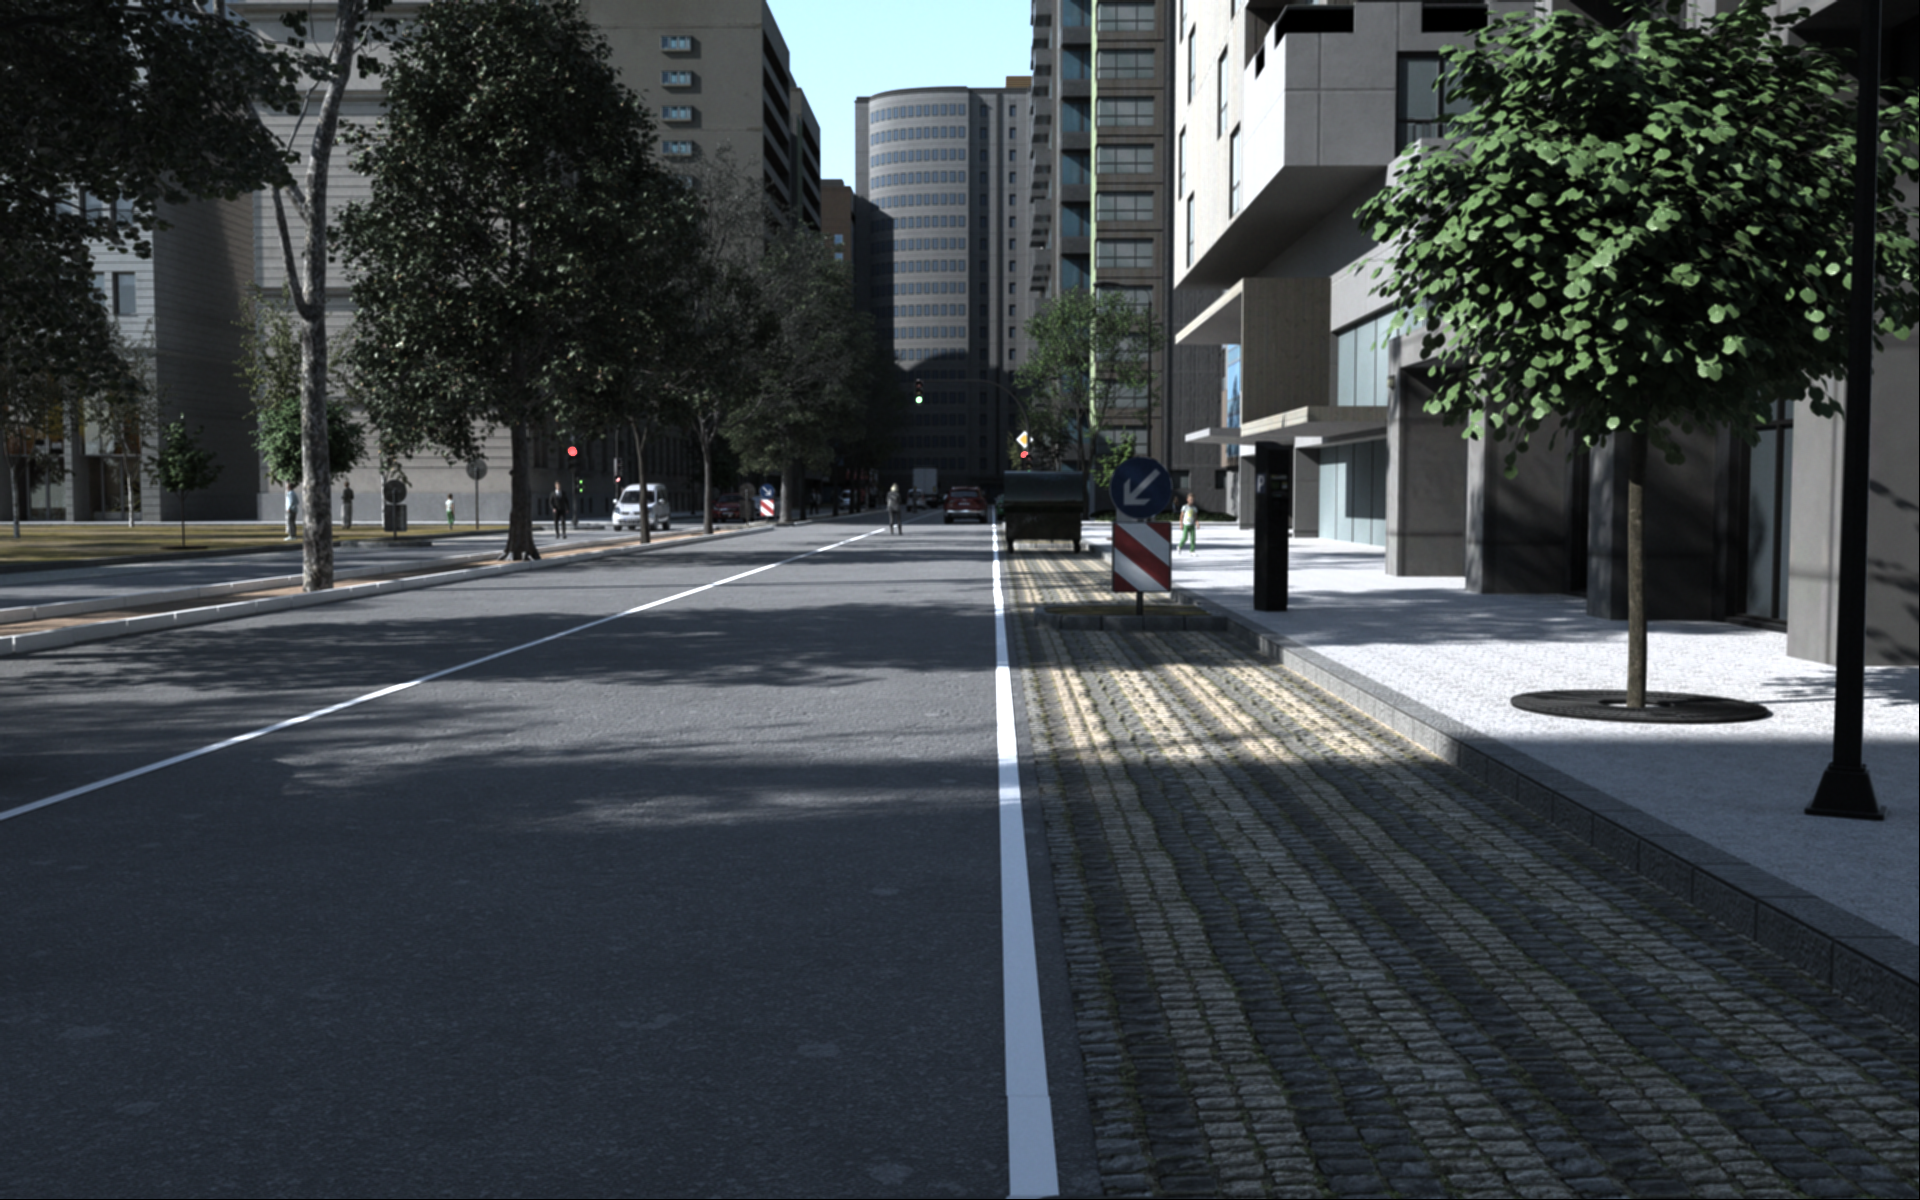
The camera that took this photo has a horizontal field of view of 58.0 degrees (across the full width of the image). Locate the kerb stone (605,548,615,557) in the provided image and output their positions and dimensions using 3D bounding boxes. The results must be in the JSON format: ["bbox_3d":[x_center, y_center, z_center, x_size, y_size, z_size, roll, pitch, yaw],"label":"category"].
[{"bbox_3d":[-8.125,-1.060,39.663,0.120,0.150,1.000,0,4,1],"label":"kerb stone"}]

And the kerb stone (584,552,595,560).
[{"bbox_3d":[-8.164,-0.943,37.617,0.120,0.150,1.000,0,4,1],"label":"kerb stone"}]

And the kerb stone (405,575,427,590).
[{"bbox_3d":[-8.368,-0.254,26.355,0.120,0.150,1.000,0,4,1],"label":"kerb stone"}]

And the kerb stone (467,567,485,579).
[{"bbox_3d":[-8.318,-0.442,29.425,0.120,0.150,1.000,0,4,1],"label":"kerb stone"}]

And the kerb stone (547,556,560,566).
[{"bbox_3d":[-8.221,-0.750,34.551,0.120,0.150,1.000,0,4,1],"label":"kerb stone"}]

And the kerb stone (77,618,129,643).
[{"bbox_3d":[-8.554,0.310,17.132,0.120,0.150,1.000,0,4,1],"label":"kerb stone"}]

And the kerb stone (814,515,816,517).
[{"bbox_3d":[-8.999,-5.055,104.843,0.120,0.150,1.000,0,4,1],"label":"kerb stone"}]

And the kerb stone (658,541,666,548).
[{"bbox_3d":[-8.004,-1.444,45.812,0.120,0.150,1.000,0,4,1],"label":"kerb stone"}]

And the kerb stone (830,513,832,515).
[{"bbox_3d":[-8.812,-5.682,115.121,0.120,0.150,1.000,0,4,1],"label":"kerb stone"}]

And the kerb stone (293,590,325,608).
[{"bbox_3d":[-8.444,-0.004,22.257,0.120,0.150,1.000,0,4,1],"label":"kerb stone"}]

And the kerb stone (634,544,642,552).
[{"bbox_3d":[-8.062,-1.257,42.743,0.120,0.150,1.000,0,4,1],"label":"kerb stone"}]

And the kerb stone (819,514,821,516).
[{"bbox_3d":[-8.948,-5.239,107.923,0.120,0.150,1.000,0,4,1],"label":"kerb stone"}]

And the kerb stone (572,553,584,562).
[{"bbox_3d":[-8.177,-0.876,36.595,0.120,0.150,1.000,0,4,1],"label":"kerb stone"}]

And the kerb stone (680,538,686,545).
[{"bbox_3d":[-7.946,-1.626,48.885,0.120,0.150,1.000,0,4,1],"label":"kerb stone"}]

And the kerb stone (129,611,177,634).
[{"bbox_3d":[-8.531,0.249,18.157,0.120,0.150,1.000,0,4,1],"label":"kerb stone"}]

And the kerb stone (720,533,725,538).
[{"bbox_3d":[-7.814,-2.073,56.081,0.120,0.150,1.000,0,4,1],"label":"kerb stone"}]

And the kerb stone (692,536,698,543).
[{"bbox_3d":[-7.915,-1.758,50.935,0.120,0.150,1.000,0,4,1],"label":"kerb stone"}]

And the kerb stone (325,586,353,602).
[{"bbox_3d":[-8.437,-0.066,23.281,0.120,0.150,1.000,0,4,1],"label":"kerb stone"}]

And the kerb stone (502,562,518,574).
[{"bbox_3d":[-8.279,-0.566,31.482,0.120,0.150,1.000,0,4,1],"label":"kerb stone"}]

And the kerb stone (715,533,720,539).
[{"bbox_3d":[-7.835,-2.009,55.046,0.120,0.150,1.000,0,4,1],"label":"kerb stone"}]

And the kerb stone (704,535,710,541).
[{"bbox_3d":[-7.872,-1.884,52.992,0.120,0.150,1.000,0,4,1],"label":"kerb stone"}]

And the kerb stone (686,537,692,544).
[{"bbox_3d":[-7.934,-1.695,49.911,0.120,0.150,1.000,0,4,1],"label":"kerb stone"}]

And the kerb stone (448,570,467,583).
[{"bbox_3d":[-8.337,-0.380,28.403,0.120,0.150,1.000,0,4,1],"label":"kerb stone"}]

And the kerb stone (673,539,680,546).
[{"bbox_3d":[-7.967,-1.570,47.857,0.120,0.150,1.000,0,4,1],"label":"kerb stone"}]

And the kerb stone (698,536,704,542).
[{"bbox_3d":[-7.893,-1.821,51.965,0.120,0.150,1.000,0,4,1],"label":"kerb stone"}]

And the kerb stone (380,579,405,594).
[{"bbox_3d":[-8.386,-0.192,25.327,0.120,0.150,1.000,0,4,1],"label":"kerb stone"}]

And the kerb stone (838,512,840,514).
[{"bbox_3d":[-8.689,-6.060,121.268,0.120,0.150,1.000,0,4,1],"label":"kerb stone"}]

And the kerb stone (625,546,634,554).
[{"bbox_3d":[-8.083,-1.192,41.717,0.120,0.150,1.000,0,4,1],"label":"kerb stone"}]

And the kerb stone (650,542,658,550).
[{"bbox_3d":[-8.024,-1.382,44.787,0.120,0.150,1.000,0,4,1],"label":"kerb stone"}]

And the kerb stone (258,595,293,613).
[{"bbox_3d":[-8.468,0.059,21.235,0.120,0.150,1.000,0,4,1],"label":"kerb stone"}]

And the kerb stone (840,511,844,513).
[{"bbox_3d":[-8.631,-6.241,124.338,0.120,0.150,1.000,0,4,1],"label":"kerb stone"}]

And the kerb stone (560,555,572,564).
[{"bbox_3d":[-8.205,-0.818,35.573,0.120,0.150,1.000,0,4,1],"label":"kerb stone"}]

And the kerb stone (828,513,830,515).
[{"bbox_3d":[-8.820,-5.620,114.086,0.120,0.150,1.000,0,4,1],"label":"kerb stone"}]

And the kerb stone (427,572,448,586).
[{"bbox_3d":[-8.353,-0.317,27.381,0.120,0.150,1.000,0,4,1],"label":"kerb stone"}]

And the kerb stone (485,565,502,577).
[{"bbox_3d":[-8.298,-0.505,30.456,0.120,0.150,1.000,0,4,1],"label":"kerb stone"}]

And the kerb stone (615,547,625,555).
[{"bbox_3d":[-8.106,-1.131,40.687,0.120,0.150,1.000,0,4,1],"label":"kerb stone"}]

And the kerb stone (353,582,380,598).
[{"bbox_3d":[-8.415,-0.129,24.303,0.120,0.150,1.000,0,4,1],"label":"kerb stone"}]

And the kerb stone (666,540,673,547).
[{"bbox_3d":[-7.987,-1.507,46.835,0.120,0.150,1.000,0,4,1],"label":"kerb stone"}]

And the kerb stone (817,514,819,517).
[{"bbox_3d":[-8.972,-5.181,106.897,0.120,0.150,1.000,0,4,1],"label":"kerb stone"}]

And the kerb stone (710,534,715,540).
[{"bbox_3d":[-7.852,-1.946,54.019,0.120,0.150,1.000,0,4,1],"label":"kerb stone"}]

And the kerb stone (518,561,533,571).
[{"bbox_3d":[-8.264,-0.631,32.508,0.120,0.150,1.000,0,4,1],"label":"kerb stone"}]

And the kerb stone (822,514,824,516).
[{"bbox_3d":[-8.908,-5.367,109.968,0.120,0.150,1.000,0,4,1],"label":"kerb stone"}]

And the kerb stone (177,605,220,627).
[{"bbox_3d":[-8.507,0.184,19.184,0.120,0.150,1.000,0,4,1],"label":"kerb stone"}]

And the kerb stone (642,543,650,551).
[{"bbox_3d":[-8.048,-1.319,43.765,0.120,0.150,1.000,0,4,1],"label":"kerb stone"}]

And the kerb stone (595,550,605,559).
[{"bbox_3d":[-8.153,-0.998,38.640,0.120,0.150,1.000,0,4,1],"label":"kerb stone"}]

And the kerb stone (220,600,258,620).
[{"bbox_3d":[-8.488,0.124,20.206,0.120,0.150,1.000,0,4,1],"label":"kerb stone"}]

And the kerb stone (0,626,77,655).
[{"bbox_3d":[-8.563,0.377,16.103,0.120,0.150,1.000,0,4,1],"label":"kerb stone"}]

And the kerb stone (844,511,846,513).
[{"bbox_3d":[-8.594,-6.373,126.390,0.120,0.150,1.000,0,4,1],"label":"kerb stone"}]

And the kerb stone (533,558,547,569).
[{"bbox_3d":[-8.234,-0.686,33.530,0.120,0.150,1.000,0,4,1],"label":"kerb stone"}]
